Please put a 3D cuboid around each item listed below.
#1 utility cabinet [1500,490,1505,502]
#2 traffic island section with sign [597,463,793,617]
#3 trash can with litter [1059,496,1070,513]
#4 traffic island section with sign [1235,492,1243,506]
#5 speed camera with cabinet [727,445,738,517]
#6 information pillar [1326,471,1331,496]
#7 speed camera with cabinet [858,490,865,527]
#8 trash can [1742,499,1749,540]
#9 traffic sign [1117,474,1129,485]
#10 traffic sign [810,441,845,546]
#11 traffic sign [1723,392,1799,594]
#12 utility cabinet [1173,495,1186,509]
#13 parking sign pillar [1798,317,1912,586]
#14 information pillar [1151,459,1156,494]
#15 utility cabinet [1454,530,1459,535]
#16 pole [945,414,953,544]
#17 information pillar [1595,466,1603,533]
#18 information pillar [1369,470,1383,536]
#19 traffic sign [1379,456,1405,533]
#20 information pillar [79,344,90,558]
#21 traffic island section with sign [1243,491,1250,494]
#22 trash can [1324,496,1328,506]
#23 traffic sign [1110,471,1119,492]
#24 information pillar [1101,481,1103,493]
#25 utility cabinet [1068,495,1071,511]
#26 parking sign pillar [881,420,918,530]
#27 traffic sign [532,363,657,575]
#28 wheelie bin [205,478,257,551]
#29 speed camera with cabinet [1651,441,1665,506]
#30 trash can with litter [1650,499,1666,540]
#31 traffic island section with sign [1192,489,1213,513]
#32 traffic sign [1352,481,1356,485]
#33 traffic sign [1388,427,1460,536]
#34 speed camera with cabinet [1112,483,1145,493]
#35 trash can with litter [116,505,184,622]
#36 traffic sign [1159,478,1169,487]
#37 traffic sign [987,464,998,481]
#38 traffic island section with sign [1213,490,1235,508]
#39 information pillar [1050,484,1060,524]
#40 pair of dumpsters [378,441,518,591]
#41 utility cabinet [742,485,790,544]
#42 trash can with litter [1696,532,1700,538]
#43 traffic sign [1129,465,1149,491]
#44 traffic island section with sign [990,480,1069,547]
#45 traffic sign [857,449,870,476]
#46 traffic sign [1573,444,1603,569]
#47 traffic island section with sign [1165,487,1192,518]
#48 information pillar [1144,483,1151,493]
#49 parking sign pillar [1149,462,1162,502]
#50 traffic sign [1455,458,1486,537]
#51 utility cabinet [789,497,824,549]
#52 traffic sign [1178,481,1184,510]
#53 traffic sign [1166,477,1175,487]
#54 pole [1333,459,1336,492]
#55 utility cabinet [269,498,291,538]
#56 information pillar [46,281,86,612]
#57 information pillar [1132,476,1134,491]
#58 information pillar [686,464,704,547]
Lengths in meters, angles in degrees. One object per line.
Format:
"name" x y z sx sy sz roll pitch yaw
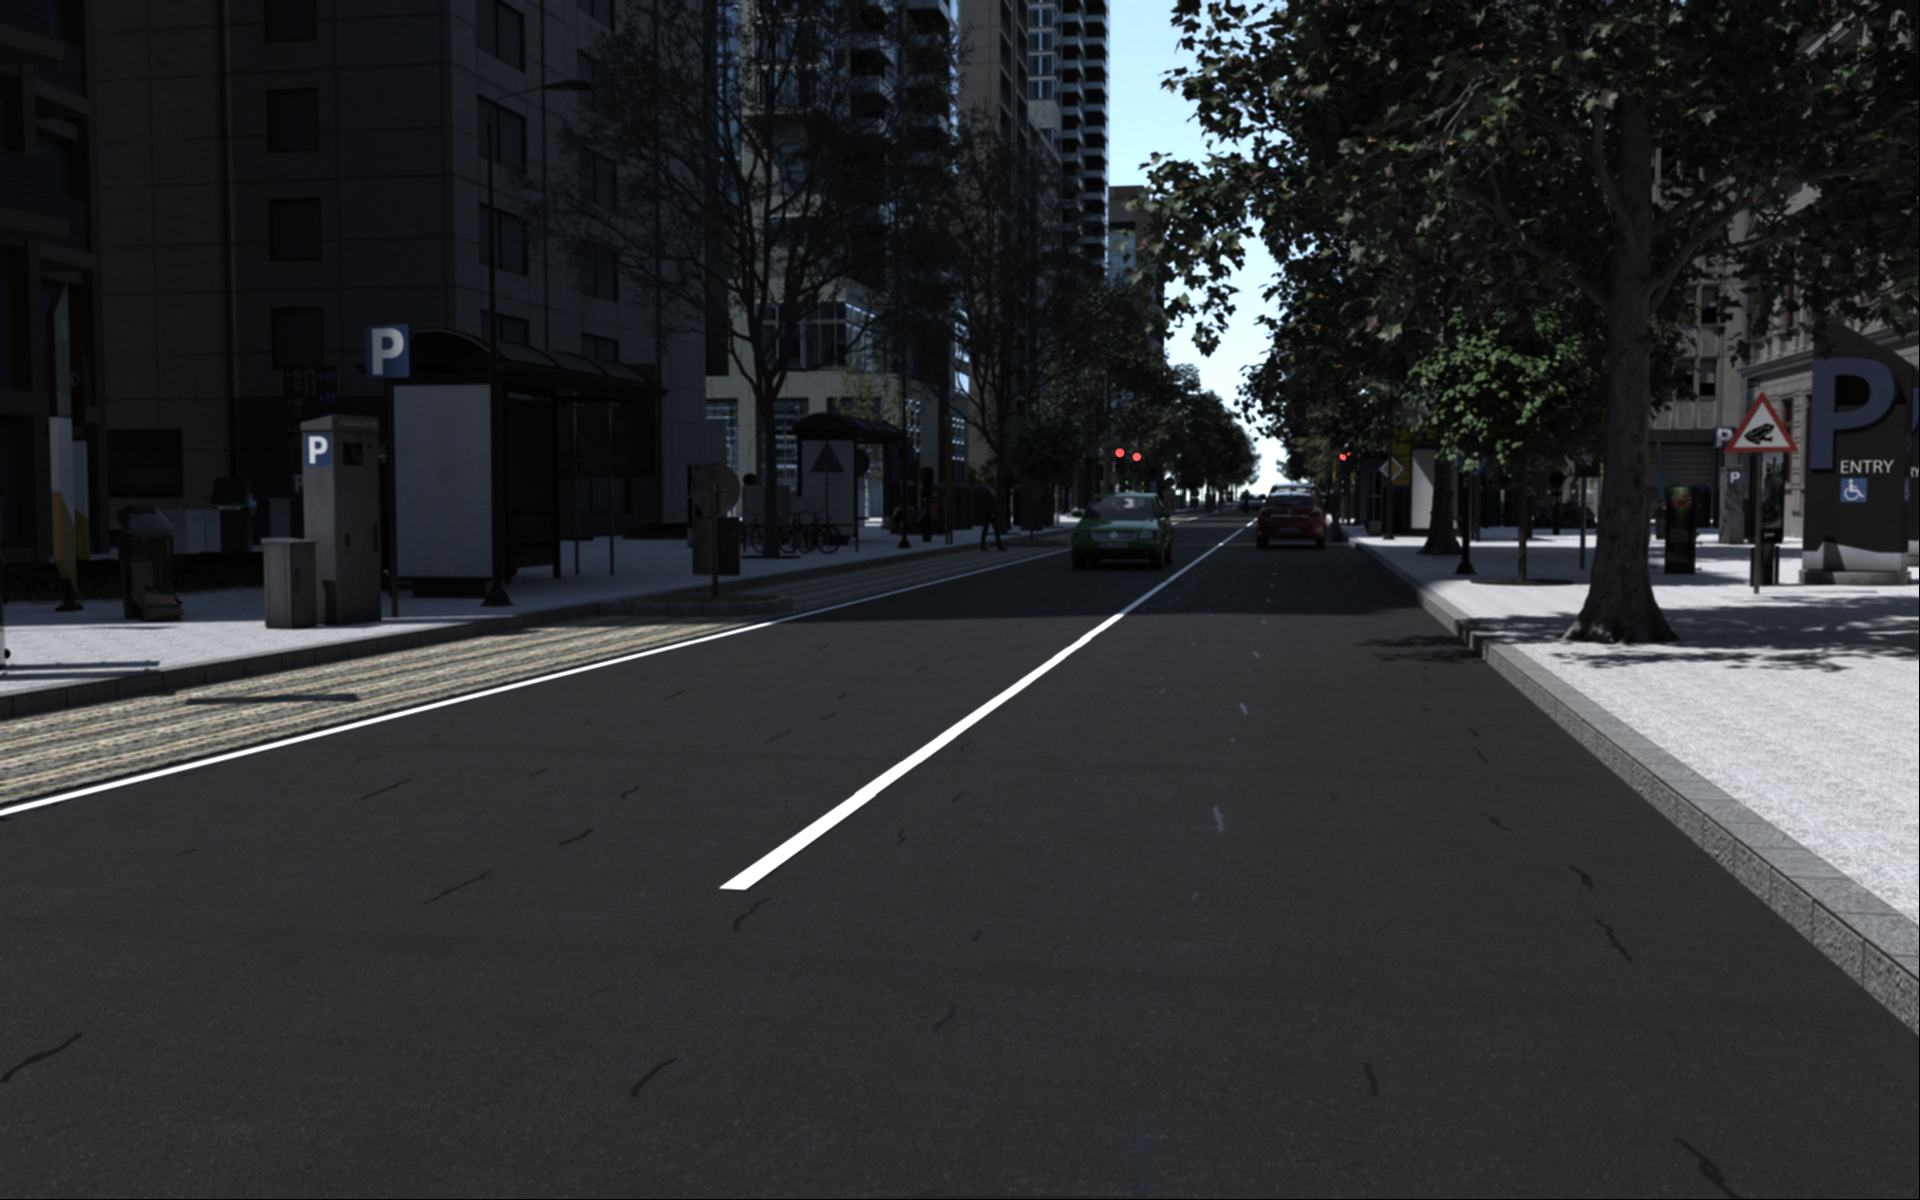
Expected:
"utility cabinet" 30.945 -5.552 99.452 1.173 1.500 0.318 0 4 3
"traffic island section with sign" -3.123 -0.763 21.104 1.989 1.847 2.006 1 4 11
"trash can with litter" 7.174 -6.713 120.817 1.678 1.210 2.233 -2 4 -33
"traffic island section with sign" 31.982 -11.943 203.897 1.989 1.847 2.006 1 4 11
"speed camera with cabinet" -9.384 -4.642 70.230 0.660 3.252 2.038 0 4 -3
"information pillar" 31.277 -9.522 147.042 0.183 3.616 0.504 -3 5 -40
"speed camera with cabinet" -4.491 -4.485 67.665 0.660 3.252 2.038 -3 4 -36
"trash can" 22.324 -2.286 49.033 0.748 1.137 0.748 0 3 0
"traffic sign" 9.141 -5.927 97.019 0.768 2.556 0.104 1 4 14
"traffic sign" -3.263 -2.601 42.536 0.884 2.594 0.081 1 4 14
"traffic sign" 10.242 -1.357 22.199 0.884 2.594 0.081 1 4 16
"utility cabinet" 18.729 -8.361 147.867 1.020 1.237 0.306 1 4 21
"parking sign pillar" 12.845 -2.220 24.767 1.447 3.967 1.447 3 5 40
"information pillar" 12.370 -7.314 110.936 0.183 3.616 0.504 -2 4 -31
"utility cabinet" 15.705 -2.676 54.912 0.306 1.237 1.020 1 4 14
"pole" -0.281 -3.091 44.381 0.158 3.312 0.155 0 3 0
"information pillar" 21.138 -4.009 56.905 0.504 3.616 0.183 -2 4 -34
"information pillar" 12.769 -2.980 53.208 0.304 2.012 0.304 -1 4 -11
"traffic sign" 13.048 -3.132 52.389 0.795 2.450 0.064 1 4 12
"information pillar" -13.893 -2.185 27.082 0.504 3.616 0.183 0 4 -2
"traffic island section with sign" 42.320 -15.241 257.824 1.989 1.847 2.006 1 4 11
"trash can" 29.223 -7.696 137.477 0.748 1.137 0.748 0 3 0
"traffic sign" 8.726 -5.960 97.547 0.768 2.556 0.104 1 4 14
"information pillar" 8.091 -5.694 97.585 0.304 2.012 0.304 0 4 -7
"utility cabinet" 7.989 -7.120 127.569 0.306 1.237 1.020 0 4 7
"parking sign pillar" -2.174 -4.561 63.039 1.447 3.967 1.447 -3 5 -39
"traffic sign" -5.801 -2.051 27.401 2.265 3.308 0.079 1 4 20
"wheelie bin" -13.958 -1.549 33.236 0.980 1.594 0.693 0 4 -8
"speed camera with cabinet" 25.570 -4.315 64.882 0.660 3.252 2.038 -1 4 -10
"trash can with litter" 19.568 -2.284 48.734 1.055 1.170 0.624 1 4 23
"traffic island section with sign" 17.526 -7.341 128.648 1.989 1.847 2.006 1 4 11
"traffic sign" 22.418 -6.097 99.688 0.884 2.594 0.081 1 4 14
"traffic sign" 14.109 -3.578 52.373 2.265 3.308 0.079 1 4 14
"speed camera with cabinet" 10.362 -6.868 106.624 2.038 3.252 0.660 -2 4 -26
"trash can with litter" -8.224 -0.390 17.765 0.624 1.170 1.055 -3 5 -41
"traffic sign" 14.722 -7.692 125.763 0.884 2.594 0.081 1 4 14
"traffic sign" 1.498 -4.487 73.468 0.768 2.556 0.104 1 4 17
"traffic island section with sign" 26.866 -10.315 177.282 1.989 1.847 2.006 1 4 11
"information pillar" 4.012 -4.205 73.252 0.304 2.012 0.304 2 4 29
"pair of dumpsters" -7.750 -1.370 24.888 1.574 2.255 4.437 1 4 11
"utility cabinet" -4.920 -2.154 43.900 1.173 1.500 0.318 -2 4 -24
"trash can with litter" 21.104 -2.408 50.750 1.055 1.170 0.624 -1 4 -20
"traffic sign" 12.365 -7.929 123.513 2.265 3.308 0.079 1 4 20
"traffic island section with sign" 1.965 -2.382 47.576 1.989 1.847 2.006 1 4 11
"traffic sign" -2.923 -2.993 49.034 0.768 2.556 0.104 1 4 15
"traffic sign" 10.606 -1.794 29.439 0.768 2.556 0.104 1 4 16
"traffic island section with sign" 12.448 -5.721 102.173 1.989 1.847 2.006 1 4 11
"information pillar" 11.913 -6.460 110.115 0.304 2.012 0.304 3 5 41
"parking sign pillar" 14.731 -8.790 132.189 1.447 3.967 1.447 -1 4 -13
"traffic sign" 13.421 -2.783 45.600 0.768 2.556 0.104 1 4 13
"utility cabinet" -3.621 -1.823 40.974 0.306 1.237 1.020 -3 5 -40
"traffic sign" 17.857 -8.477 140.729 0.606 2.300 0.079 1 4 17
"traffic sign" 15.572 -7.854 128.524 0.768 2.556 0.104 1 4 16
"pole" 21.481 -6.456 99.406 0.158 3.312 0.155 0 3 0
"utility cabinet" -10.995 -1.064 28.550 1.020 1.237 0.306 3 5 42
"information pillar" -9.791 -1.684 18.880 0.183 3.616 0.504 -1 4 -10
"information pillar" 11.502 -7.578 115.248 0.183 3.616 0.504 1 4 11
"information pillar" -6.422 -2.296 42.039 0.304 2.012 0.304 -3 5 -39
